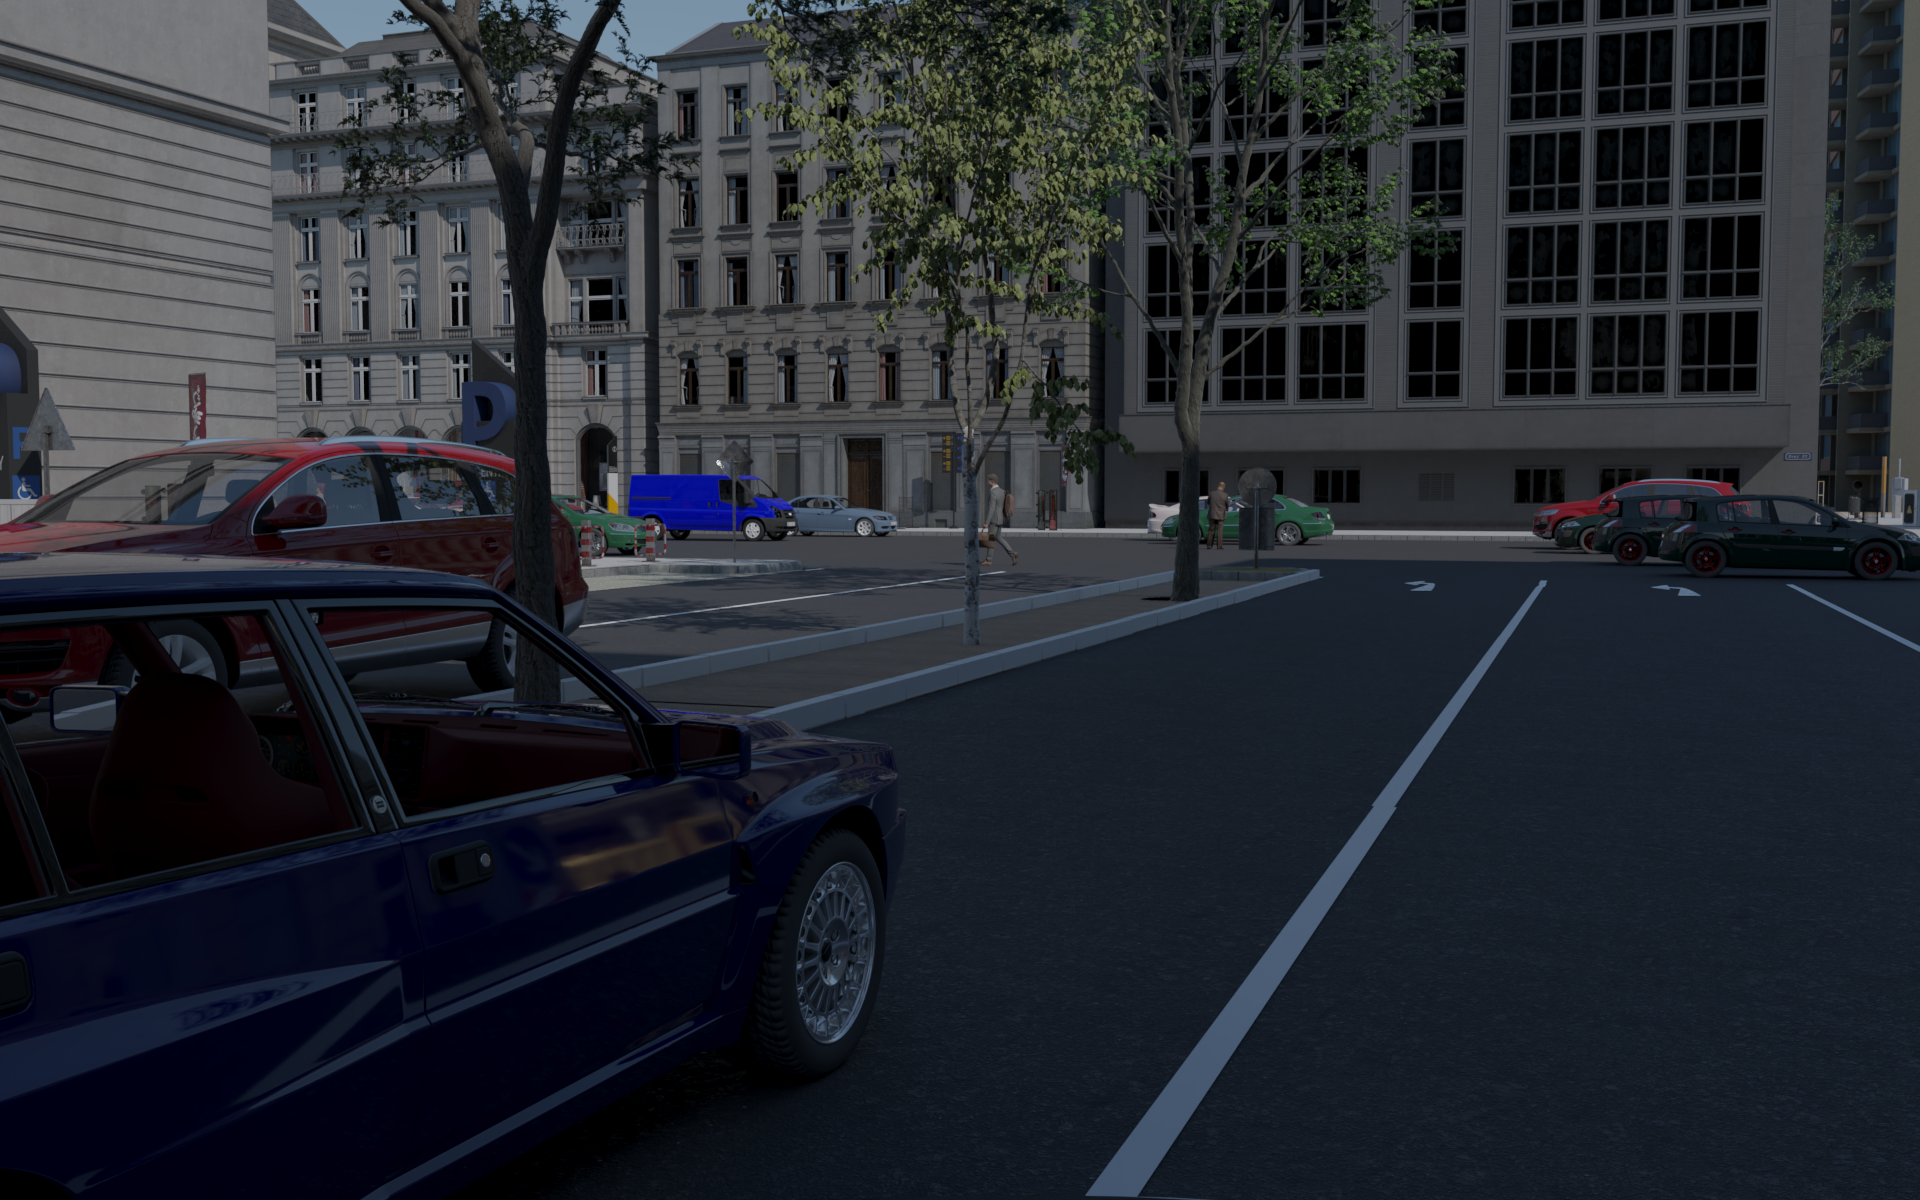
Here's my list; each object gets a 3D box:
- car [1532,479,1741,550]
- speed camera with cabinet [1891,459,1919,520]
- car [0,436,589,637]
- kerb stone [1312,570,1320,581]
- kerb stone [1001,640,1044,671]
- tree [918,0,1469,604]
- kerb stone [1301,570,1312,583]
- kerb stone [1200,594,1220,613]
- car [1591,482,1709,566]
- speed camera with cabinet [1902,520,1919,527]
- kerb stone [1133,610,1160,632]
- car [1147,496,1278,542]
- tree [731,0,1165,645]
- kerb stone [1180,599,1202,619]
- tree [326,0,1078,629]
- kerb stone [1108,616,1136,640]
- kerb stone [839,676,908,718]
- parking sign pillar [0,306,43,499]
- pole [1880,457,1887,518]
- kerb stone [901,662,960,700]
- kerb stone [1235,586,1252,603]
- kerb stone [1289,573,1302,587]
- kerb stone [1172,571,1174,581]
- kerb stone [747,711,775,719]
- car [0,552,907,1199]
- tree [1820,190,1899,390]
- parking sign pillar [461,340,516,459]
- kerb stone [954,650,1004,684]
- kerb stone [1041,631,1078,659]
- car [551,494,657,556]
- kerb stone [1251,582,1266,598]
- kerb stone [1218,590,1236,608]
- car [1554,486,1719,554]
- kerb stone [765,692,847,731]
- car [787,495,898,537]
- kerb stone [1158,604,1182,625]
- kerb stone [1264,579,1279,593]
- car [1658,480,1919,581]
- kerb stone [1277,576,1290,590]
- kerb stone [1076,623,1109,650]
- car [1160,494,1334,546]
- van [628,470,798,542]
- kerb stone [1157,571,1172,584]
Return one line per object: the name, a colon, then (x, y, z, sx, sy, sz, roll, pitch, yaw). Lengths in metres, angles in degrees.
car: (17.471, -2.187, 44.436, 5.304, 1.827, 2.281, 1, 4, 22)
speed camera with cabinet: (52.821, -6.215, 95.958, 0.660, 3.252, 2.038, -3, 5, -43)
car: (-4.536, -0.155, 11.214, 2.281, 1.827, 5.304, 1, 4, 22)
kerb stone: (5.867, -0.412, 28.931, 0.120, 0.150, 1.000, 1, 4, 20)
kerb stone: (0.471, 0.473, 14.468, 0.120, 0.150, 1.000, 1, 4, 20)
tree: (3.071, -5.773, 22.595, 9.928, 11.665, 9.643, 0, 3, 0)
kerb stone: (5.501, -0.353, 27.960, 0.120, 0.150, 1.000, 1, 4, 20)
kerb stone: (2.984, 0.060, 21.211, 0.120, 0.150, 1.000, 1, 4, 20)
car: (14.918, -1.526, 34.738, 4.222, 1.686, 2.009, 1, 4, 20)
speed camera with cabinet: (37.333, -4.441, 66.954, 0.660, 3.252, 2.038, 0, 4, -3)
kerb stone: (1.906, 0.237, 18.328, 0.120, 0.150, 1.000, 1, 4, 20)
car: (8.104, -2.462, 52.624, 4.827, 1.381, 2.083, 1, 4, 21)
tree: (0.066, -3.857, 15.887, 4.737, 8.622, 4.395, 0, 3, 0)
kerb stone: (2.632, 0.121, 20.247, 0.120, 0.150, 1.000, 1, 4, 20)
tree: (-2.163, -4.439, 9.441, 8.767, 10.594, 7.601, 1, 4, 20)
kerb stone: (1.555, 0.298, 17.365, 0.120, 0.150, 1.000, 1, 4, 20)
kerb stone: (-0.606, 0.650, 11.566, 0.120, 0.150, 1.000, 1, 4, 20)
parking sign pillar: (-12.240, -2.053, 22.040, 1.447, 3.967, 1.447, 2, 4, 34)
pole: (50.299, -6.145, 94.311, 0.158, 3.312, 0.155, 0, 3, 0)
kerb stone: (-0.250, 0.592, 12.536, 0.120, 0.150, 1.000, 1, 4, 20)
kerb stone: (3.714, -0.058, 23.140, 0.120, 0.150, 1.000, 1, 4, 20)
kerb stone: (5.141, -0.294, 26.996, 0.120, 0.150, 1.000, 1, 4, 20)
kerb stone: (3.528, -0.397, 28.686, 0.120, 0.150, 1.000, 1, 4, 20)
kerb stone: (-1.325, 0.768, 9.643, 0.120, 0.150, 1.000, 1, 4, 20)
car: (-1.528, 0.557, 3.479, 1.945, 1.354, 3.894, 1, 4, 22)
tree: (52.993, -15.570, 110.465, 12.611, 20.169, 13.585, 0, 3, 0)
parking sign pillar: (-8.006, -2.536, 29.939, 1.447, 3.967, 1.447, 2, 4, 32)
kerb stone: (0.107, 0.532, 13.501, 0.120, 0.150, 1.000, 1, 4, 20)
kerb stone: (0.830, 0.415, 15.433, 0.120, 0.150, 1.000, 1, 4, 20)
car: (-9.543, -1.797, 41.173, 4.920, 1.459, 2.131, 1, 4, 19)
kerb stone: (4.067, -0.115, 24.103, 0.120, 0.150, 1.000, 1, 4, 20)
kerb stone: (3.347, 0.007, 22.176, 0.120, 0.150, 1.000, 1, 4, 20)
car: (16.442, -1.935, 41.416, 4.222, 1.686, 2.009, 1, 4, 19)
kerb stone: (-0.966, 0.709, 10.606, 0.120, 0.150, 1.000, 1, 4, 20)
car: (-4.325, -2.860, 58.756, 4.499, 1.417, 2.014, 1, 4, 18)
kerb stone: (2.269, 0.182, 19.288, 0.120, 0.150, 1.000, 1, 4, 20)
kerb stone: (4.425, -0.176, 25.071, 0.120, 0.150, 1.000, 1, 4, 20)
car: (14.303, -1.226, 29.825, 4.222, 1.686, 2.009, 1, 4, 20)
kerb stone: (4.783, -0.235, 26.032, 0.120, 0.150, 1.000, 1, 4, 20)
kerb stone: (1.197, 0.354, 16.402, 0.120, 0.150, 1.000, 1, 4, 20)
car: (8.144, -2.295, 49.317, 4.920, 1.459, 2.131, 1, 4, 21)
van: (-7.602, -3.008, 53.557, 5.245, 2.365, 2.240, 1, 4, 19)
kerb stone: (3.171, -0.338, 27.720, 0.120, 0.150, 1.000, 1, 4, 20)
